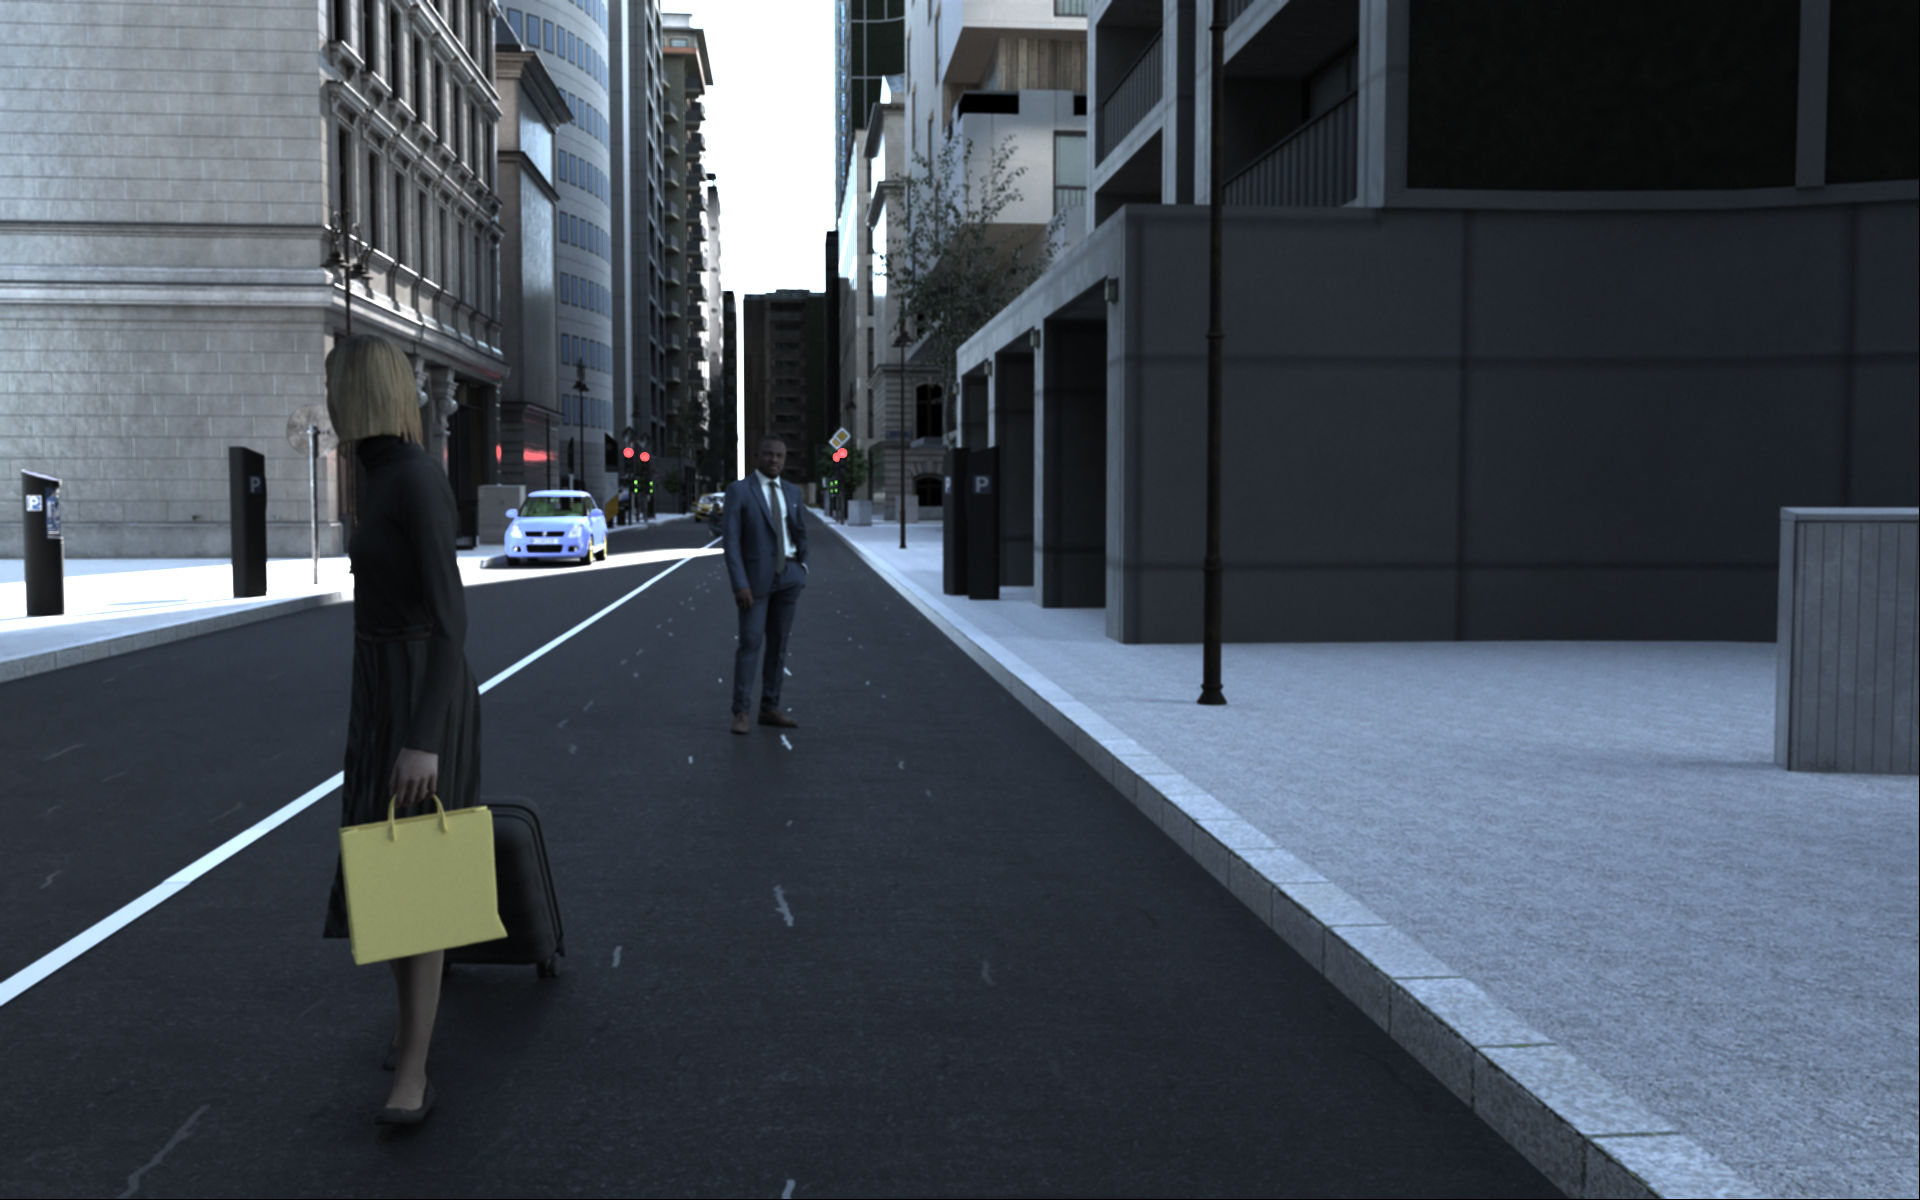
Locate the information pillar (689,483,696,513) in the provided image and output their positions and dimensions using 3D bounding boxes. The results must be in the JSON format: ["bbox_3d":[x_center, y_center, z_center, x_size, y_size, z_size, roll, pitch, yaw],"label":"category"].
[{"bbox_3d":[-18.059,-6.879,116.958,0.304,2.012,0.304,-3,4,-37],"label":"information pillar"}]

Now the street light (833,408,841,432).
[{"bbox_3d":[-6.613,-7.364,93.191,0.468,5.910,1.993,0,4,-6],"label":"street light"}]

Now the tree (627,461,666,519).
[{"bbox_3d":[-16.225,-5.753,88.657,1.663,3.219,1.824,0,3,0],"label":"tree"}]

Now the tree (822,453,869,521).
[{"bbox_3d":[-5.372,-5.363,82.279,1.663,3.219,1.824,0,3,0],"label":"tree"}]

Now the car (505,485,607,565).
[{"bbox_3d":[-8.351,-1.611,35.938,1.945,1.707,3.694,0,4,-5],"label":"car"}]

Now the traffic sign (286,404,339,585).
[{"bbox_3d":[-9.100,-1.486,24.399,0.768,2.556,0.104,0,4,0],"label":"traffic sign"}]

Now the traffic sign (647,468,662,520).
[{"bbox_3d":[-15.127,-5.238,85.746,0.768,2.556,0.104,0,4,3],"label":"traffic sign"}]

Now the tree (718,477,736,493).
[{"bbox_3d":[-26.419,-12.237,194.682,1.663,3.219,1.824,0,3,0],"label":"tree"}]

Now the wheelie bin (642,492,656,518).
[{"bbox_3d":[-16.988,-5.307,94.683,0.693,1.594,0.980,-2,4,-24],"label":"wheelie bin"}]

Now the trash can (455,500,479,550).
[{"bbox_3d":[-11.428,-1.721,39.793,0.748,1.137,0.748,0,3,0],"label":"trash can"}]

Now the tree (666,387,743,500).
[{"bbox_3d":[-22.273,-13.136,149.178,8.767,10.594,7.601,2,4,27],"label":"tree"}]

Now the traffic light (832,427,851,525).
[{"bbox_3d":[-4.925,-5.093,72.198,0.839,4.253,0.868,0,4,-6],"label":"traffic light"}]

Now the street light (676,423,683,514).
[{"bbox_3d":[-17.897,-8.426,110.545,0.468,5.910,1.993,0,4,-6],"label":"street light"}]

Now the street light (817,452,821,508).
[{"bbox_3d":[-12.450,-11.093,154.152,0.468,5.910,1.993,0,4,-6],"label":"street light"}]

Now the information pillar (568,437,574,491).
[{"bbox_3d":[-16.065,-4.905,71.549,0.183,3.616,0.504,-2,4,-32],"label":"information pillar"}]

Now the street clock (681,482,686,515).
[{"bbox_3d":[-17.160,-6.301,107.588,0.358,2.002,0.471,-1,4,-19],"label":"street clock"}]

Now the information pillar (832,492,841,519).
[{"bbox_3d":[-6.267,-5.101,87.888,0.304,2.012,0.304,2,4,30],"label":"information pillar"}]

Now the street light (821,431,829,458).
[{"bbox_3d":[-9.510,-9.236,123.799,0.468,5.910,1.993,0,4,-6],"label":"street light"}]

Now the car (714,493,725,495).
[{"bbox_3d":[-14.457,-5.852,105.264,1.945,1.707,3.694,0,4,-6],"label":"car"}]

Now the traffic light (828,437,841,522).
[{"bbox_3d":[-5.705,-5.579,80.145,0.839,4.253,0.868,0,4,-6],"label":"traffic light"}]

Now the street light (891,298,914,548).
[{"bbox_3d":[-1.350,-4.159,40.790,0.468,5.910,1.993,0,4,-6],"label":"street light"}]

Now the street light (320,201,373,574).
[{"bbox_3d":[-9.762,-3.359,27.707,0.468,5.910,1.993,0,4,-6],"label":"street light"}]

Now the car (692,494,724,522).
[{"bbox_3d":[-12.820,-4.853,89.564,2.015,1.641,3.980,0,4,-7],"label":"car"}]

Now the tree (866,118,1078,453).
[{"bbox_3d":[0.151,-5.179,35.047,4.360,8.622,3.978,0,3,0],"label":"tree"}]

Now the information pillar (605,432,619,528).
[{"bbox_3d":[-13.168,-4.530,65.414,0.504,3.616,0.183,-1,4,-14],"label":"information pillar"}]

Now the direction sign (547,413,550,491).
[{"bbox_3d":[-11.555,-3.465,48.645,0.379,3.537,0.876,-1,4,-12],"label":"direction sign"}]

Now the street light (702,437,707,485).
[{"bbox_3d":[-20.821,-10.282,140.900,0.468,5.910,1.993,0,4,-6],"label":"street light"}]

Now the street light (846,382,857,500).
[{"bbox_3d":[-4.466,-6.024,71.276,0.468,5.910,1.993,0,4,-6],"label":"street light"}]

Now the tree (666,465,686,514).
[{"bbox_3d":[-18.764,-7.289,113.773,1.663,3.219,1.824,0,3,0],"label":"tree"}]

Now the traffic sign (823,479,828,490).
[{"bbox_3d":[-8.039,-6.306,105.229,0.606,2.300,0.079,0,4,-3],"label":"traffic sign"}]

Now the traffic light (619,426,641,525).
[{"bbox_3d":[-13.593,-5.041,71.335,0.839,4.253,0.868,0,4,-6],"label":"traffic light"}]

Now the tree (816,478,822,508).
[{"bbox_3d":[-8.491,-7.341,114.625,1.663,3.219,1.824,0,3,0],"label":"tree"}]

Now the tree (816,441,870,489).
[{"bbox_3d":[-6.781,-7.182,101.140,4.285,4.588,4.351,0,3,0],"label":"tree"}]

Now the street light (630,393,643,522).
[{"bbox_3d":[-14.839,-6.531,79.577,0.468,5.910,1.993,0,4,-6],"label":"street light"}]

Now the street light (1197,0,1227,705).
[{"bbox_3d":[1.543,-2.302,10.432,0.468,5.910,1.993,0,4,-6],"label":"street light"}]

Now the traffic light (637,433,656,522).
[{"bbox_3d":[-14.373,-5.527,79.282,0.839,4.253,0.868,0,4,-6],"label":"traffic light"}]

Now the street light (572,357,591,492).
[{"bbox_3d":[-12.798,-5.249,58.613,0.468,5.910,1.993,0,4,-6],"label":"street light"}]

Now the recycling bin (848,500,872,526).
[{"bbox_3d":[-4.039,-3.504,69.848,0.722,1.027,0.722,-3,5,-43],"label":"recycling bin"}]
